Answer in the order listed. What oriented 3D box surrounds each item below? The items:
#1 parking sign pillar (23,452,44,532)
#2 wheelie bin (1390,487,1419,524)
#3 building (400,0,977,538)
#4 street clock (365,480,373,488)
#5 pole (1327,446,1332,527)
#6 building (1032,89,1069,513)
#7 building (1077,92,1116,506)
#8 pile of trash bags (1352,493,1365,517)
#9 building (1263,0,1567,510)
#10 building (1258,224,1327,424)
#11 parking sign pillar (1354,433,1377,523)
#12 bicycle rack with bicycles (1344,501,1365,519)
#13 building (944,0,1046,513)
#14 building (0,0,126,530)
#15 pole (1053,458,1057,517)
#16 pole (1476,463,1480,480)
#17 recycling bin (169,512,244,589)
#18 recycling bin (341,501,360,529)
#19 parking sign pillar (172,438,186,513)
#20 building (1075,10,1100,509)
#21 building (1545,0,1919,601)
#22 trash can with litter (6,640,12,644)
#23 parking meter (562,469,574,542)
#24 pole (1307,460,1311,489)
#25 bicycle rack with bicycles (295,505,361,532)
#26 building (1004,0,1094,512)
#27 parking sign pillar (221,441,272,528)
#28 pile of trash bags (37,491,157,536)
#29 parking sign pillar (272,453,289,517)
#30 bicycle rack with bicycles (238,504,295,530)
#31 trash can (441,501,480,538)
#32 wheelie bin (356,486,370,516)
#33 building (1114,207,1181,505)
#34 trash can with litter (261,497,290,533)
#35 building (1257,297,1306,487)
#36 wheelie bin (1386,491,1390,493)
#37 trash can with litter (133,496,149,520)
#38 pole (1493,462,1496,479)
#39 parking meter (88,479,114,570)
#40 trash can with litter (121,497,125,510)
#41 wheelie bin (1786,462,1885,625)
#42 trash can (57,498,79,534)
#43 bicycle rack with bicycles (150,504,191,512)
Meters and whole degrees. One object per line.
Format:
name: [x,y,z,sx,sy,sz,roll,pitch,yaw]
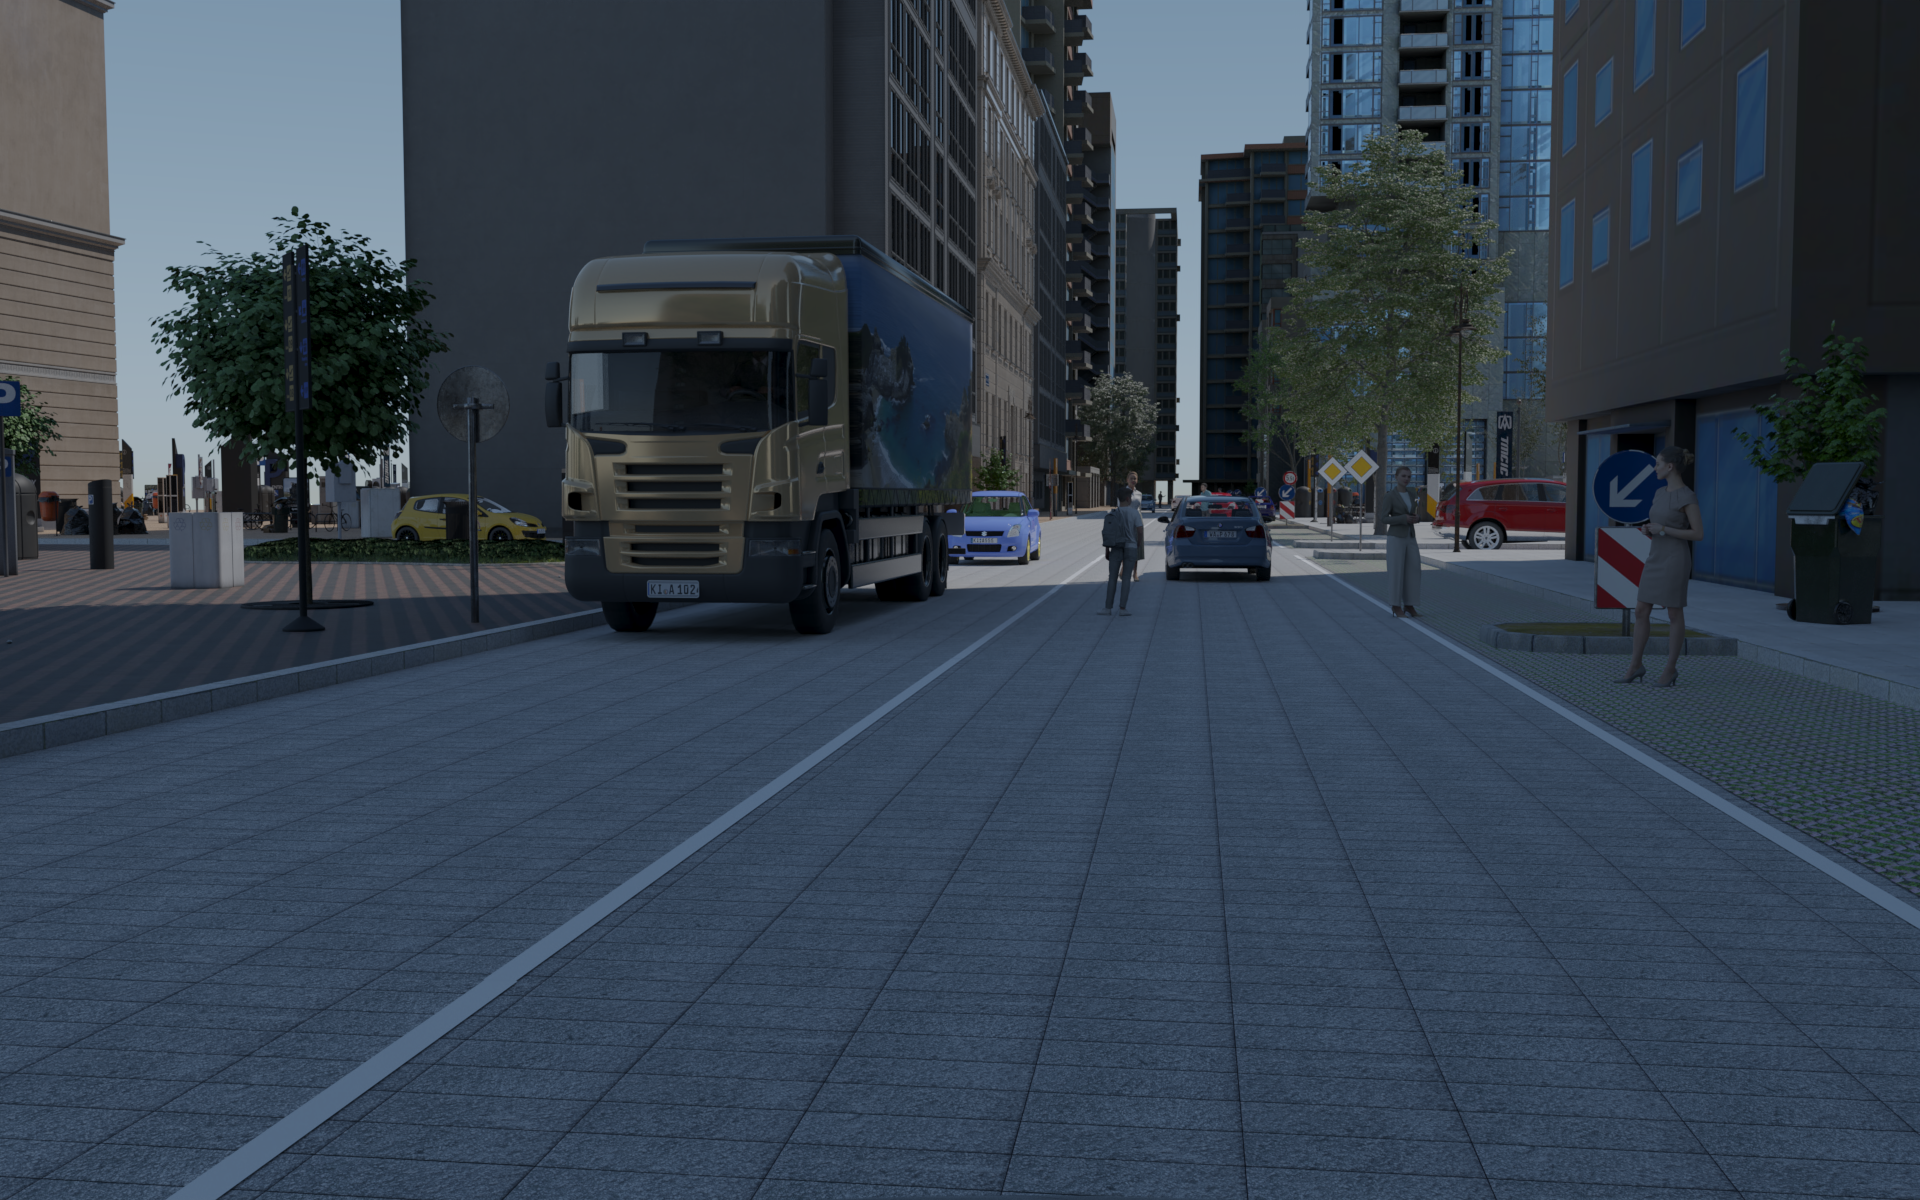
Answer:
parking sign pillar: [-31.489,-4.246,57.890,1.447,3.967,1.447,-2,4,-33]
wheelie bin: [19.256,-4.077,74.574,0.980,1.594,0.693,-1,4,-16]
building: [-7.661,-16.362,61.032,14.314,27.812,24.014,0,4,8]
street clock: [-30.250,-5.143,88.651,0.358,2.002,0.471,-3,5,-39]
pole: [14.592,-4.552,68.266,0.158,3.312,0.155,0,3,0]
building: [-1.073,-19.342,109.756,14.314,27.812,24.014,0,4,8]
building: [9.667,-33.059,190.625,14.200,45.320,14.600,0,4,8]
pile of trash bags: [22.875,-5.397,97.992,1.912,1.369,3.447,-1,4,-11]
building: [35.774,-50.200,133.448,22.319,86.520,31.000,0,4,8]
building: [39.230,-25.371,186.509,14.160,30.474,14.107,0,4,8]
parking sign pillar: [18.114,-5.381,76.448,1.447,3.967,1.447,1,4,11]
bicycle rack with bicycles: [20.867,-4.621,88.934,2.925,0.926,2.852,-1,4,-17]
building: [-3.039,-17.609,85.162,12.463,27.353,25.104,0,4,8]
building: [-42.367,-16.770,60.087,20.117,28.700,13.634,0,4,8]
pole: [5.428,-6.400,98.482,0.158,3.312,0.155,0,3,0]
pole: [34.383,-7.413,115.051,0.158,3.312,0.155,0,3,0]
recycling bin: [-10.361,-0.690,23.830,0.722,1.027,0.722,0,4,4]
recycling bin: [-22.850,-3.197,64.818,0.722,1.027,0.722,-1,4,-17]
parking sign pillar: [-37.829,-5.836,83.887,1.447,3.967,1.447,-1,4,-18]
building: [2.814,-44.321,162.892,20.563,71.187,20.611,0,4,8]
building: [17.526,-22.945,25.263,14.600,45.320,14.200,0,4,8]
trash can with litter: [-9.224,-0.255,15.228,1.678,1.210,2.233,-2,4,-24]
parking meter: [-8.971,-2.074,39.626,0.255,1.863,0.399,-1,4,-12]
pole: [20.697,-6.657,102.681,0.158,3.312,0.155,0,3,0]
bicycle rack with bicycles: [-20.712,-2.824,59.553,2.852,0.926,2.925,0,4,5]
building: [-0.900,-29.579,138.233,22.147,44.769,28.867,0,4,8]
parking sign pillar: [-27.555,-4.756,66.225,1.447,3.967,1.447,1,4,13]
pile of trash bags: [-27.300,-2.717,54.170,1.912,1.369,3.447,1,4,19]
parking sign pillar: [-38.175,-6.624,96.781,1.447,3.967,1.447,0,4,7]
bicycle rack with bicycles: [-24.844,-2.978,62.075,2.925,0.926,2.852,0,4,-7]
trash can: [-10.045,-1.421,34.887,0.748,1.137,0.748,0,3,0]
wheelie bin: [-23.157,-3.619,67.084,0.693,1.594,0.980,2,4,32]
building: [16.192,-32.456,222.538,23.993,40.220,32.217,0,4,8]
trash can with litter: [-22.601,-2.794,57.064,1.055,1.170,0.624,2,4,25]
building: [42.846,-19.548,164.650,27.650,21.520,28.899,0,4,8]
wheelie bin: [27.695,-6.326,111.332,0.693,1.594,0.980,1,4,22]
trash can with litter: [-40.433,-4.516,85.217,0.624,1.170,1.055,0,4,1]
pole: [34.292,-7.170,111.079,0.158,3.312,0.155,0,3,0]
parking meter: [-14.669,-1.295,29.577,0.372,1.533,0.369,0,3,0]
trash can with litter: [-34.672,-3.627,70.691,1.055,1.170,0.624,-1,4,-19]
wheelie bin: [8.718,-0.573,17.277,0.693,1.594,0.980,-1,4,-18]
trash can: [-29.020,-2.728,56.257,0.748,1.137,0.748,0,3,0]
bicycle rack with bicycles: [-50.880,-6.003,111.537,2.925,0.926,2.852,0,4,7]
